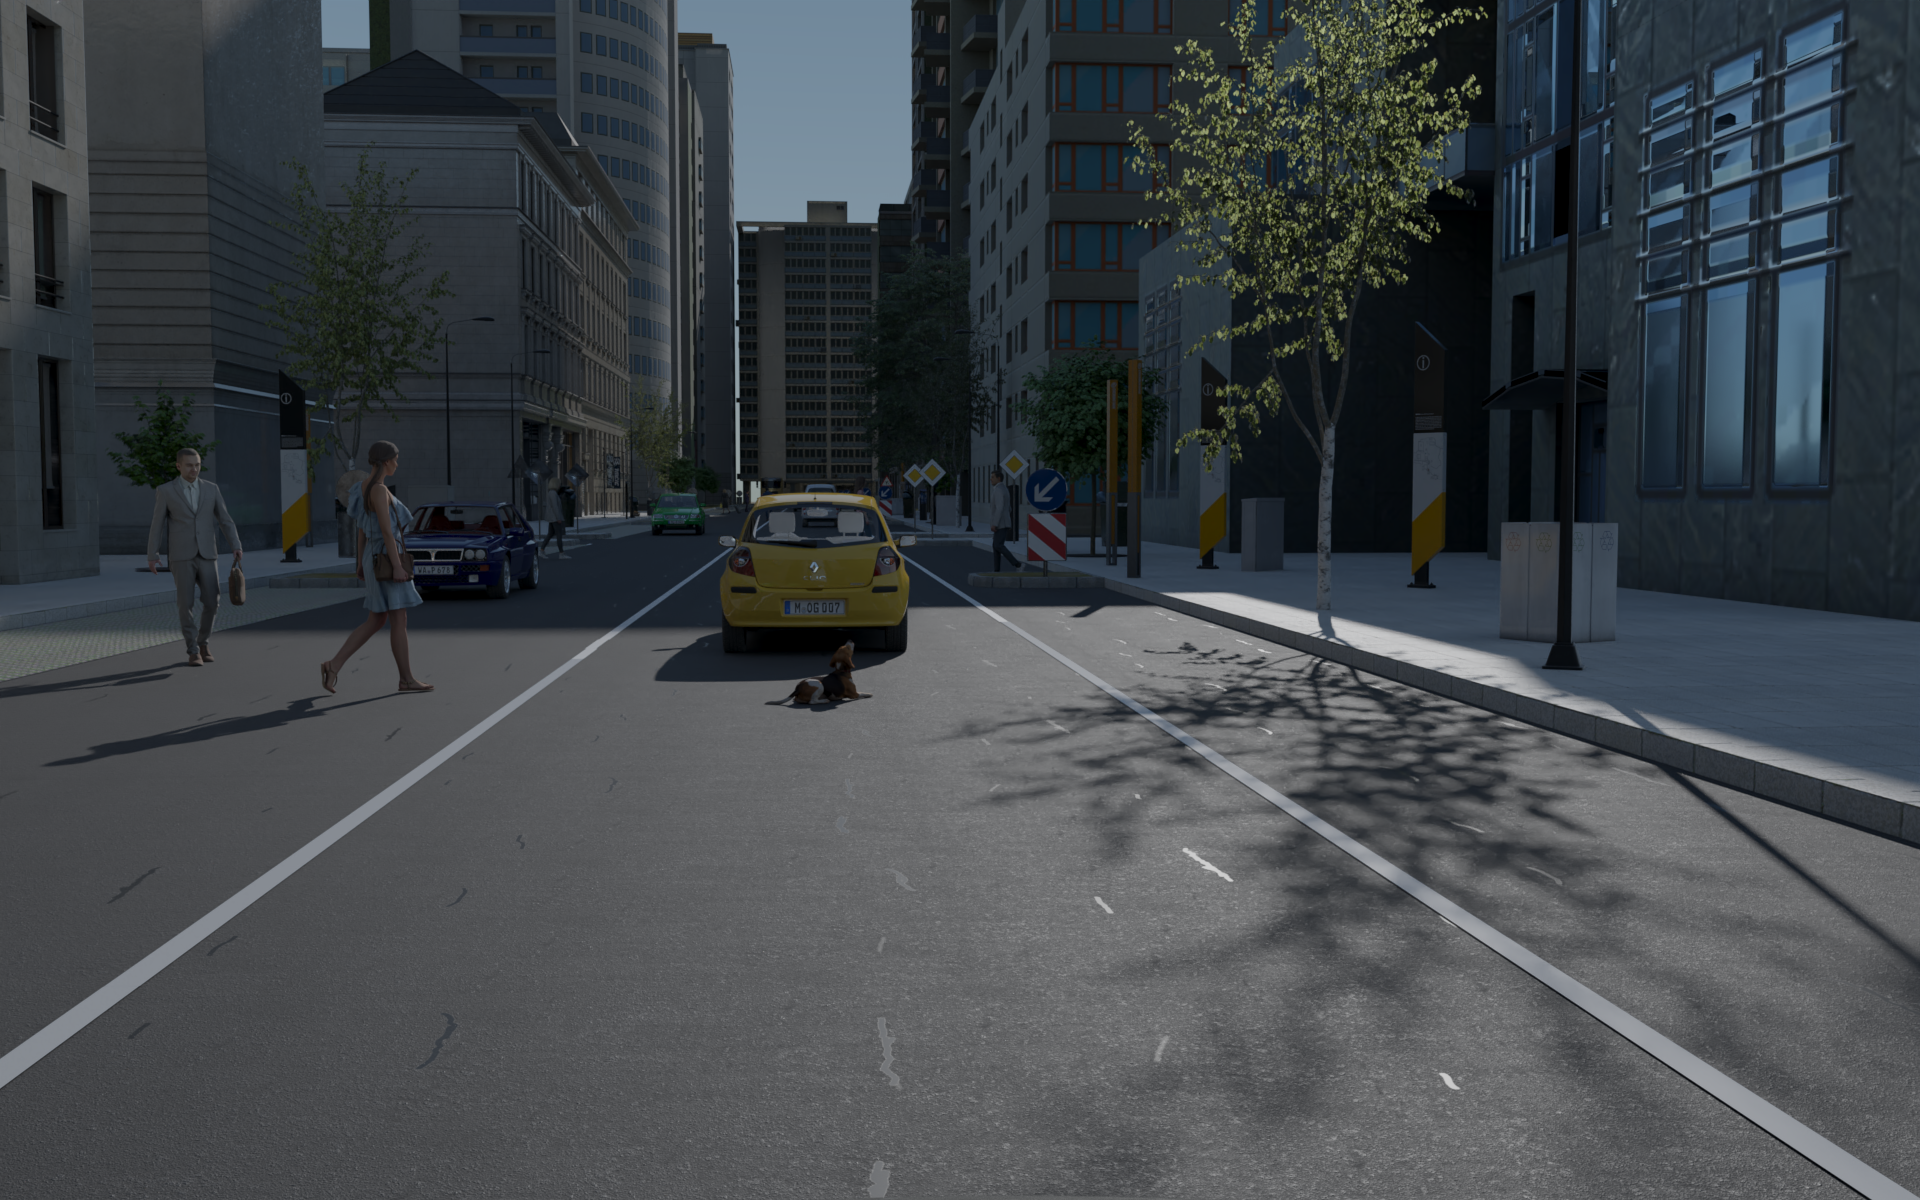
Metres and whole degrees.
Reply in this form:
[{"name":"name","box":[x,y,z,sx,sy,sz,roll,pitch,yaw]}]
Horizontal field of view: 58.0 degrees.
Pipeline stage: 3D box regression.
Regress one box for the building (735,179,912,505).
[{"name":"building","box":[-17.790,-33.056,232.347,23.993,40.220,32.217,0,4,-5]}]

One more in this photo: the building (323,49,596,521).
[{"name":"building","box":[-23.845,-13.819,76.844,10.553,20.767,40.483,0,4,-5]}]

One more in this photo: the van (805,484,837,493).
[{"name":"van","box":[-6.108,-4.227,76.126,2.013,2.044,4.112,0,4,-4]}]

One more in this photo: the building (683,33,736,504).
[{"name":"building","box":[-43.433,-41.732,224.314,28.212,58.520,21.231,0,4,-5]}]

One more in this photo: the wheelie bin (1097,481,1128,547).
[{"name":"wheelie bin","box":[3.764,-2.110,42.404,0.980,1.594,0.693,-1,4,-13]}]

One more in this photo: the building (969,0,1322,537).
[{"name":"building","box":[16.025,-13.769,70.161,28.899,21.520,27.650,0,4,-5]}]

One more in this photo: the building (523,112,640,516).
[{"name":"building","box":[-30.116,-17.020,111.568,16.112,22.955,30.059,0,4,-5]}]

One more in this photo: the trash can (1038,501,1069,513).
[{"name":"trash can","box":[2.034,-1.621,38.153,0.748,1.137,0.748,0,3,0]}]

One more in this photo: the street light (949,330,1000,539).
[{"name":"street light","box":[0.550,-4.684,49.129,1.470,5.913,1.316,0,4,-5]}]

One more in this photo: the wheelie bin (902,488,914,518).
[{"name":"wheelie bin","box":[-2.726,-5.158,92.235,0.693,1.594,0.980,0,4,8]}]

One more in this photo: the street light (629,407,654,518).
[{"name":"street light","box":[-17.068,-7.361,92.889,1.470,5.913,1.316,0,4,-5]}]

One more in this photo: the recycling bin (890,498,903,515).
[{"name":"recycling bin","box":[-3.884,-5.711,105.921,0.722,1.027,0.722,-1,4,-13]}]

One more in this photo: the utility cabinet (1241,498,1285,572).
[{"name":"utility cabinet","box":[5.076,-1.095,29.063,0.306,1.237,1.020,3,4,37]}]

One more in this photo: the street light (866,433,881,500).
[{"name":"street light","box":[-6.600,-9.751,131.967,1.470,5.913,1.316,0,4,-5]}]

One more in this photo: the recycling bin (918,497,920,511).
[{"name":"recycling bin","box":[-2.691,-7.265,131.337,0.722,1.027,0.722,-2,4,-32]}]

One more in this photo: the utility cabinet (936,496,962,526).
[{"name":"utility cabinet","box":[-0.444,-3.585,69.770,1.020,1.237,0.306,2,4,26]}]

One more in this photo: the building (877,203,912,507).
[{"name":"building","box":[-1.356,-24.648,174.701,14.160,30.474,14.107,0,4,-5]}]

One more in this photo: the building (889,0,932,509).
[{"name":"building","box":[4.265,-43.868,155.491,20.563,71.187,20.611,0,4,-5]}]

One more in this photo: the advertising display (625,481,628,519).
[{"name":"advertising display","box":[-16.976,-5.074,88.168,0.123,1.923,0.974,-1,4,-11]}]

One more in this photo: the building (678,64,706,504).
[{"name":"building","box":[-39.602,-34.775,192.277,21.600,48.544,21.300,0,4,-5]}]

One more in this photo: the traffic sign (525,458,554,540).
[{"name":"traffic sign","box":[-11.688,-2.721,48.123,0.795,2.450,0.064,0,4,-5]}]

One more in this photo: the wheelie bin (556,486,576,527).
[{"name":"wheelie bin","box":[-15.225,-3.607,66.883,0.693,1.594,0.980,1,4,23]}]

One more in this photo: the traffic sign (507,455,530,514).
[{"name":"traffic sign","box":[-14.495,-3.495,57.139,0.884,2.594,0.081,0,4,0]}]

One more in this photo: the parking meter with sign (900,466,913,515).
[{"name":"parking meter with sign","box":[-3.382,-6.821,107.783,0.543,3.016,1.738,-2,4,-33]}]

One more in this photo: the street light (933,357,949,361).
[{"name":"street light","box":[-0.205,-5.285,58.945,1.470,5.913,1.316,0,4,-5]}]

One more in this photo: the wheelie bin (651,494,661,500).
[{"name":"wheelie bin","box":[-18.711,-6.048,106.789,0.693,1.594,0.980,0,4,6]}]

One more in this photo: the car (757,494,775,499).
[{"name":"car","box":[-17.840,-9.316,161.359,2.155,1.783,4.494,0,4,-7]}]

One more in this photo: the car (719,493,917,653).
[{"name":"car","box":[-1.411,-0.422,17.120,2.015,1.641,3.980,0,4,-4]}]

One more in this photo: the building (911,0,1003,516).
[{"name":"building","box":[8.322,-27.777,108.774,22.147,44.769,28.867,0,4,-5]}]

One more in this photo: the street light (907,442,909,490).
[{"name":"street light","box":[-3.391,-7.509,95.314,1.470,5.913,1.316,0,4,-5]}]

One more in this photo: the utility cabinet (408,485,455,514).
[{"name":"utility cabinet","box":[-13.196,-2.116,43.277,1.173,1.500,0.318,1,4,19]}]

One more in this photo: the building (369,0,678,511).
[{"name":"building","box":[-34.774,-36.747,142.812,21.231,58.520,28.212,0,4,-5]}]

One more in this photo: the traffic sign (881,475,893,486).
[{"name":"traffic sign","box":[-5.003,-7.250,118.536,0.884,2.594,0.081,0,4,-1]}]

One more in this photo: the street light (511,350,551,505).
[{"name":"street light","box":[-13.854,-5.090,55.766,1.470,5.913,1.316,0,4,-5]}]

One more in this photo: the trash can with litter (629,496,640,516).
[{"name":"trash can with litter","box":[-18.659,-5.401,99.691,0.624,1.170,1.055,-2,4,-30]}]

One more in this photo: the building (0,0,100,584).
[{"name":"building","box":[-17.982,-9.977,17.871,10.420,20.320,16.860,0,4,-5]}]

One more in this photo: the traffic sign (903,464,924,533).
[{"name":"traffic sign","box":[-1.487,-3.264,57.016,0.795,2.450,0.064,0,4,-5]}]

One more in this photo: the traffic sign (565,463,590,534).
[{"name":"traffic sign","box":[-12.390,-3.207,56.077,0.795,2.450,0.064,0,4,-5]}]

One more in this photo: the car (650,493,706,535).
[{"name":"car","box":[-9.998,-3.227,61.564,1.959,1.807,4.718,0,4,-7]}]

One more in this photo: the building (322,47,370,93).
[{"name":"building","box":[-65.468,-34.843,189.295,30.456,49.044,23.786,0,4,-5]}]

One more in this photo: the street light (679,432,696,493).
[{"name":"street light","box":[-20.345,-9.577,129.120,1.470,5.913,1.316,0,4,-5]}]

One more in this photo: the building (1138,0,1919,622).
[{"name":"building","box":[17.384,-43.926,30.860,22.319,86.520,31.000,0,4,-5]}]

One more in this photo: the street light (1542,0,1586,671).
[{"name":"street light","box":[3.907,-2.446,12.535,1.470,5.913,1.316,0,4,-5]}]

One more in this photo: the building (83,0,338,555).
[{"name":"building","box":[-24.971,-11.666,39.895,18.267,20.994,9.793,0,4,-5]}]

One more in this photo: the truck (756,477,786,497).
[{"name":"truck","box":[-22.083,-12.669,203.070,3.469,3.379,9.791,0,4,-5]}]

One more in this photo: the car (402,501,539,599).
[{"name":"car","box":[-7.148,-0.749,24.828,1.945,1.354,3.894,0,4,-5]}]

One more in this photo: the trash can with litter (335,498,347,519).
[{"name":"trash can with litter","box":[-20.050,-2.759,56.503,0.624,1.170,1.055,1,4,20]}]

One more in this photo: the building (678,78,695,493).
[{"name":"building","box":[-32.897,-29.426,164.703,14.154,41.232,14.086,0,4,-5]}]

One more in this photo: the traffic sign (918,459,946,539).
[{"name":"traffic sign","box":[-0.784,-2.778,49.062,0.795,2.450,0.064,0,4,-5]}]

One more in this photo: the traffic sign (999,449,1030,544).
[{"name":"traffic sign","box":[1.391,-2.646,44.448,0.795,2.450,0.064,0,4,-1]}]

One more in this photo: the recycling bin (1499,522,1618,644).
[{"name":"recycling bin","box":[5.263,-0.164,15.241,0.722,1.027,0.722,-2,4,-29]}]
